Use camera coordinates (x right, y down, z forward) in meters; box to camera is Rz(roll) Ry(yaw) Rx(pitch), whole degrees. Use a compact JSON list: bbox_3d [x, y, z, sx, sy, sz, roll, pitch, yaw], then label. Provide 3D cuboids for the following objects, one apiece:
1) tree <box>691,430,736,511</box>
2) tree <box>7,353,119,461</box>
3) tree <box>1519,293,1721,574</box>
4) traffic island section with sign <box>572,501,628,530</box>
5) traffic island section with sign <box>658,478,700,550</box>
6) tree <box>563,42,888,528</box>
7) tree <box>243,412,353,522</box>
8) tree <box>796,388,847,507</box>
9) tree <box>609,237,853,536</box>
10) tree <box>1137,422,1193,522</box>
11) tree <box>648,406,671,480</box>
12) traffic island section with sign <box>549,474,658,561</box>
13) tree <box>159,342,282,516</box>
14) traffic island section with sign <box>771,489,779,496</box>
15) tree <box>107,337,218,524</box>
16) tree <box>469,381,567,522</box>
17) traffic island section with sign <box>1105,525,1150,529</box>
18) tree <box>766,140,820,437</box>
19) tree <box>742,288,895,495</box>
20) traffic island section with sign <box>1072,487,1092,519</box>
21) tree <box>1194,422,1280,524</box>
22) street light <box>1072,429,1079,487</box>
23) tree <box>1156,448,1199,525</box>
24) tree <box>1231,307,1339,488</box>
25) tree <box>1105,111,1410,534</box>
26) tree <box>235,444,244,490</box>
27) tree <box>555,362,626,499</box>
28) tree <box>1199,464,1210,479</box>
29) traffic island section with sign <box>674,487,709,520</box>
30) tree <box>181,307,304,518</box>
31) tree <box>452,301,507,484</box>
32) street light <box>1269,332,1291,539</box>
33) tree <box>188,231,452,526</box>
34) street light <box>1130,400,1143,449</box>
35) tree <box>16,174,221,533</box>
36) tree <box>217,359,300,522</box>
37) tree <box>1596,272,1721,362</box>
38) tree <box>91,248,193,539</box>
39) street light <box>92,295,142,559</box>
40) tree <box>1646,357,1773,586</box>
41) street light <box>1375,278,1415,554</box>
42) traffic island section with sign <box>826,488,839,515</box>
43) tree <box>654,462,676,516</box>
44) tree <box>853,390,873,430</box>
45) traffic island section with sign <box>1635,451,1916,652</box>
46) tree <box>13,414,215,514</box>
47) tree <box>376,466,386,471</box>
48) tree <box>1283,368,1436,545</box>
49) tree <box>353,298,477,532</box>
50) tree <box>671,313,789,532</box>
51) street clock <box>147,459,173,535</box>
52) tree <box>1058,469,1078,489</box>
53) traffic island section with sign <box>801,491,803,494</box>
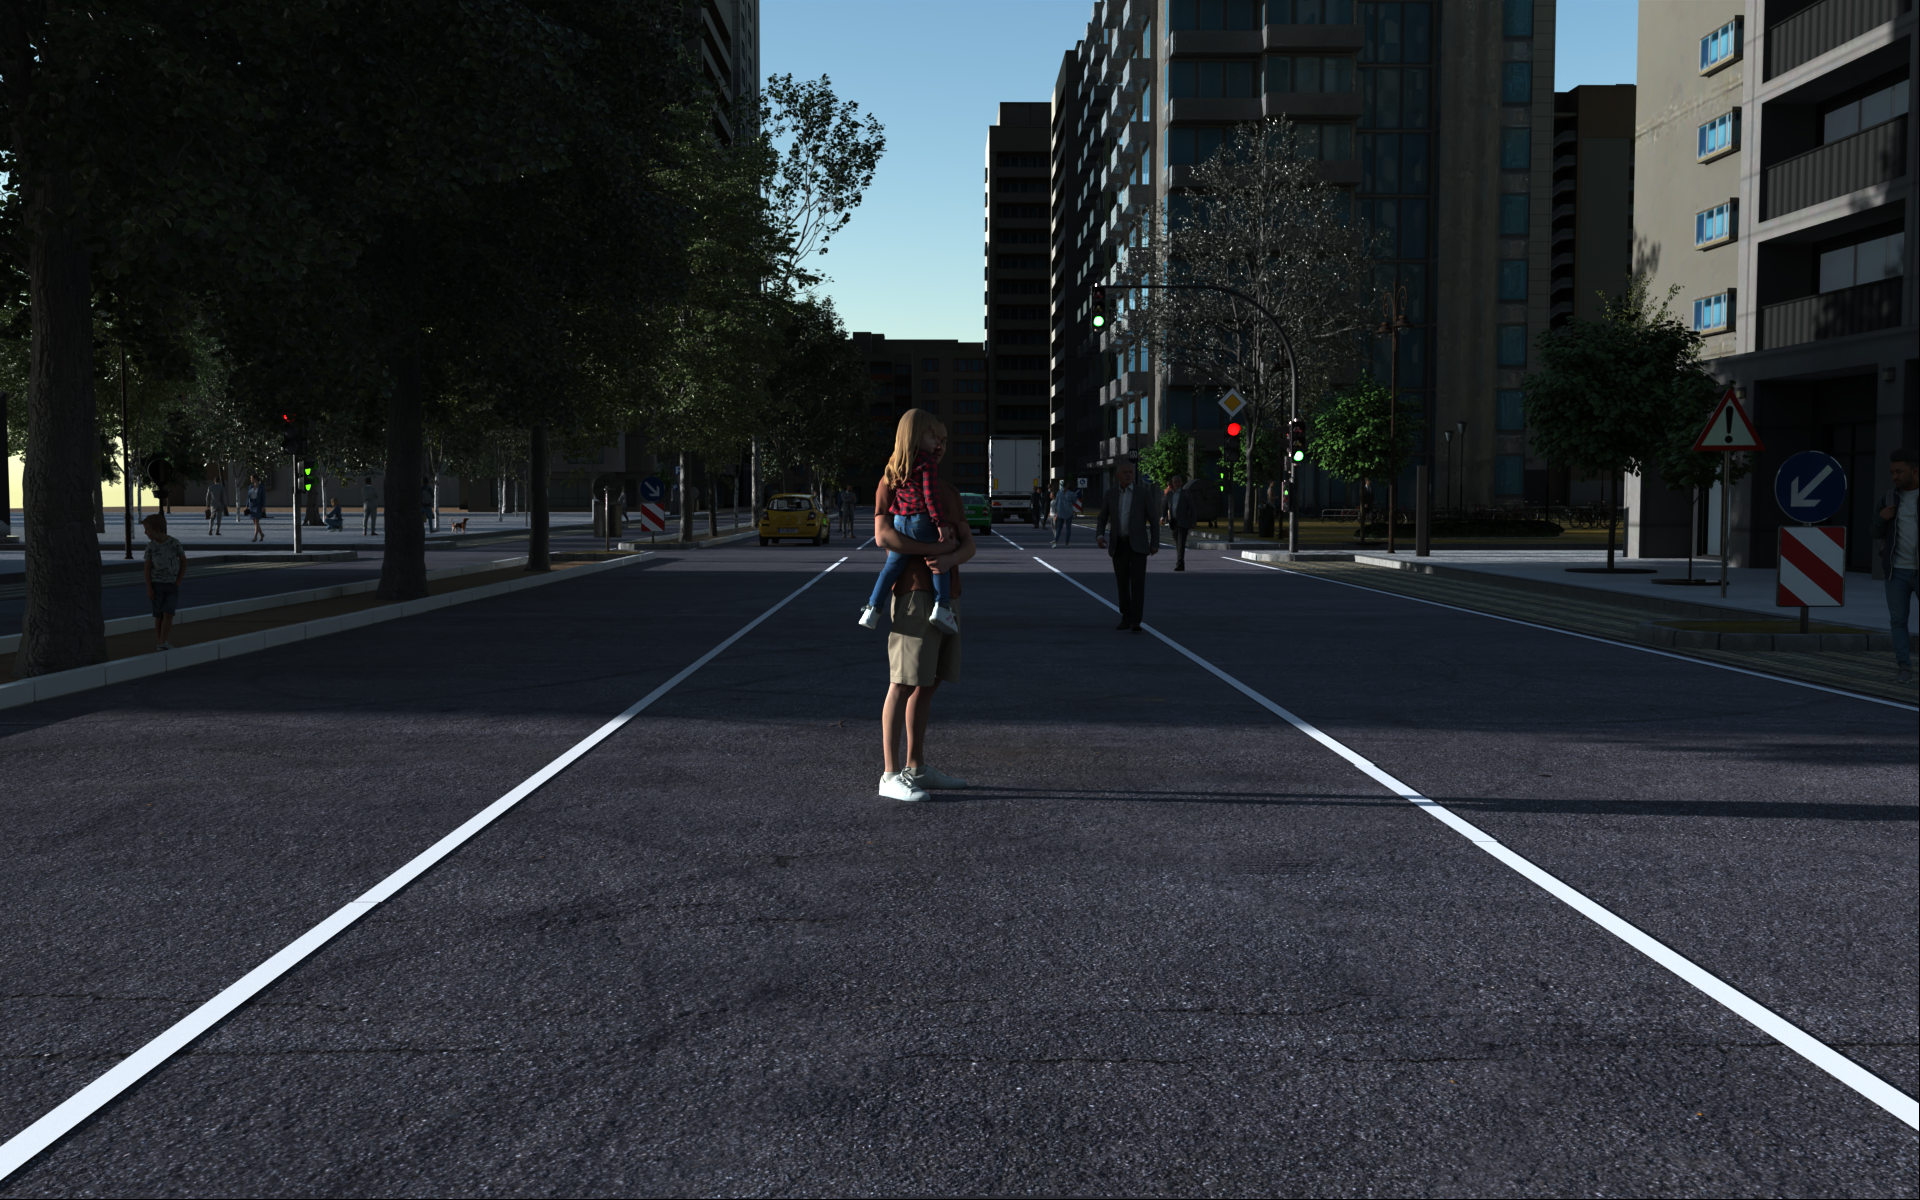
[{"bbox_3d":[-18.124,-10.895,128.489,4.737,8.622,4.395,0,3,0],"label":"tree"},{"bbox_3d":[-43.234,-8.045,81.896,4.360,8.622,3.978,0,3,0],"label":"tree"},{"bbox_3d":[10.705,-2.732,28.385,4.285,4.588,4.351,0,3,0],"label":"tree"},{"bbox_3d":[-14.555,-3.770,70.261,1.989,1.847,2.006,0,4,-1],"label":"traffic island section with sign"},{"bbox_3d":[-7.950,-2.280,45.407,2.006,1.907,1.989,0,4,-1],"label":"traffic island section with sign"},{"bbox_3d":[-9.805,-13.146,73.288,12.611,20.169,13.585,0,3,0],"label":"tree"},{"bbox_3d":[-28.698,-7.793,77.771,4.737,8.622,4.395,0,3,0],"label":"tree"},{"bbox_3d":[-8.622,-9.498,108.116,4.737,8.622,4.395,0,3,0],"label":"tree"},{"bbox_3d":[-8.287,-7.431,58.360,8.767,10.594,7.601,0,4,-1],"label":"tree"},{"bbox_3d":[9.912,-5.854,79.424,4.285,4.588,4.351,0,3,0],"label":"tree"},{"bbox_3d":[-18.536,-9.891,112.074,4.360,8.622,3.978,0,3,0],"label":"tree"},{"bbox_3d":[-7.851,-1.827,38.000,2.006,1.907,1.989,0,4,-1],"label":"traffic island section with sign"},{"bbox_3d":[-43.170,-10.184,100.913,7.601,10.594,8.767,1,4,15],"label":"tree"},{"bbox_3d":[-15.690,-8.488,147.408,1.989,1.847,2.006,0,4,-1],"label":"traffic island section with sign"},{"bbox_3d":[-35.046,-7.577,74.252,4.360,8.622,3.978,0,3,0],"label":"tree"},{"bbox_3d":[-21.158,-7.944,80.248,4.360,8.622,3.978,0,3,0],"label":"tree"},{"bbox_3d":[6.845,-3.812,70.948,1.989,1.847,2.006,0,4,-1],"label":"traffic island section with sign"},{"bbox_3d":[-7.893,-7.869,49.237,7.486,12.596,7.792,0,3,0],"label":"tree"},{"bbox_3d":[-8.439,-10.791,95.905,9.611,12.733,9.660,0,3,0],"label":"tree"},{"bbox_3d":[6.446,-5.500,98.547,1.989,1.847,2.006,0,4,-1],"label":"traffic island section with sign"},{"bbox_3d":[12.633,-5.503,73.685,4.285,4.588,4.351,0,3,0],"label":"tree"},{"bbox_3d":[8.054,-9.045,120.669,0.468,5.910,1.993,0,4,-1],"label":"street light"},{"bbox_3d":[9.073,-4.793,72.969,1.663,3.219,1.824,0,3,0],"label":"tree"},{"bbox_3d":[12.462,-7.016,65.071,4.360,8.622,3.978,0,3,0],"label":"tree"},{"bbox_3d":[9.484,-8.909,56.024,12.009,13.543,11.850,0,3,0],"label":"tree"},{"bbox_3d":[-44.479,-9.685,108.716,4.737,8.622,4.395,0,3,0],"label":"tree"},{"bbox_3d":[-18.353,-8.323,86.443,4.737,8.622,4.395,0,3,0],"label":"tree"},{"bbox_3d":[11.844,-5.735,88.373,1.663,3.219,1.824,0,3,0],"label":"tree"},{"bbox_3d":[-14.955,-5.418,97.213,1.989,1.847,2.006,0,4,-1],"label":"traffic island section with sign"},{"bbox_3d":[-37.386,-10.175,92.110,9.928,11.665,9.643,0,3,0],"label":"tree"},{"bbox_3d":[-27.624,-10.535,89.261,9.611,12.733,9.660,0,3,0],"label":"tree"},{"bbox_3d":[9.107,-4.663,49.025,0.468,5.910,1.993,0,4,-1],"label":"street light"},{"bbox_3d":[-26.008,-9.331,69.573,9.611,12.733,9.660,0,3,0],"label":"tree"},{"bbox_3d":[8.662,-6.867,85.059,0.468,5.910,1.993,0,4,-1],"label":"street light"},{"bbox_3d":[-27.876,-8.466,56.551,7.486,12.596,7.792,0,3,0],"label":"tree"},{"bbox_3d":[-33.708,-7.952,80.382,4.360,8.622,3.978,0,3,0],"label":"tree"},{"bbox_3d":[22.762,-6.526,57.057,4.737,8.622,4.395,0,3,0],"label":"tree"},{"bbox_3d":[-23.667,-6.037,49.066,4.737,8.622,4.395,0,3,0],"label":"tree"},{"bbox_3d":[-16.361,-3.739,33.913,0.468,5.910,1.993,0,4,-1],"label":"street light"},{"bbox_3d":[10.347,-1.830,24.518,1.663,3.219,1.824,0,3,0],"label":"tree"},{"bbox_3d":[9.326,-3.944,37.278,0.468,5.910,1.993,0,4,-1],"label":"street light"},{"bbox_3d":[-9.058,-6.875,120.537,2.006,1.907,1.989,0,4,-1],"label":"traffic island section with sign"},{"bbox_3d":[-17.799,-6.675,103.732,1.663,3.219,1.824,0,3,0],"label":"tree"},{"bbox_3d":[-8.377,-9.002,84.052,8.767,10.594,7.601,0,4,-1],"label":"tree"},{"bbox_3d":[7.651,-0.488,16.599,1.989,1.847,2.006,0,4,-1],"label":"traffic island section with sign"},{"bbox_3d":[-55.881,-8.825,107.195,11.467,7.101,20.602,0,4,8],"label":"tree"},{"bbox_3d":[-38.808,-10.210,117.290,4.360,8.622,3.978,0,3,0],"label":"tree"},{"bbox_3d":[10.576,-3.749,45.009,4.285,4.588,4.351,0,3,0],"label":"tree"},{"bbox_3d":[-17.983,-6.646,59.026,4.737,8.622,4.395,0,3,0],"label":"tree"},{"bbox_3d":[-8.432,-6.867,65.090,4.360,8.622,3.978,0,3,0],"label":"tree"},{"bbox_3d":[-16.601,-1.922,35.995,0.471,2.002,0.358,-2,4,-30],"label":"street clock"},{"bbox_3d":[8.442,-8.351,131.145,1.663,3.219,1.824,0,3,0],"label":"tree"},{"bbox_3d":[-16.078,-10.137,174.361,1.989,1.847,2.006,0,4,-1],"label":"traffic island section with sign"}]
